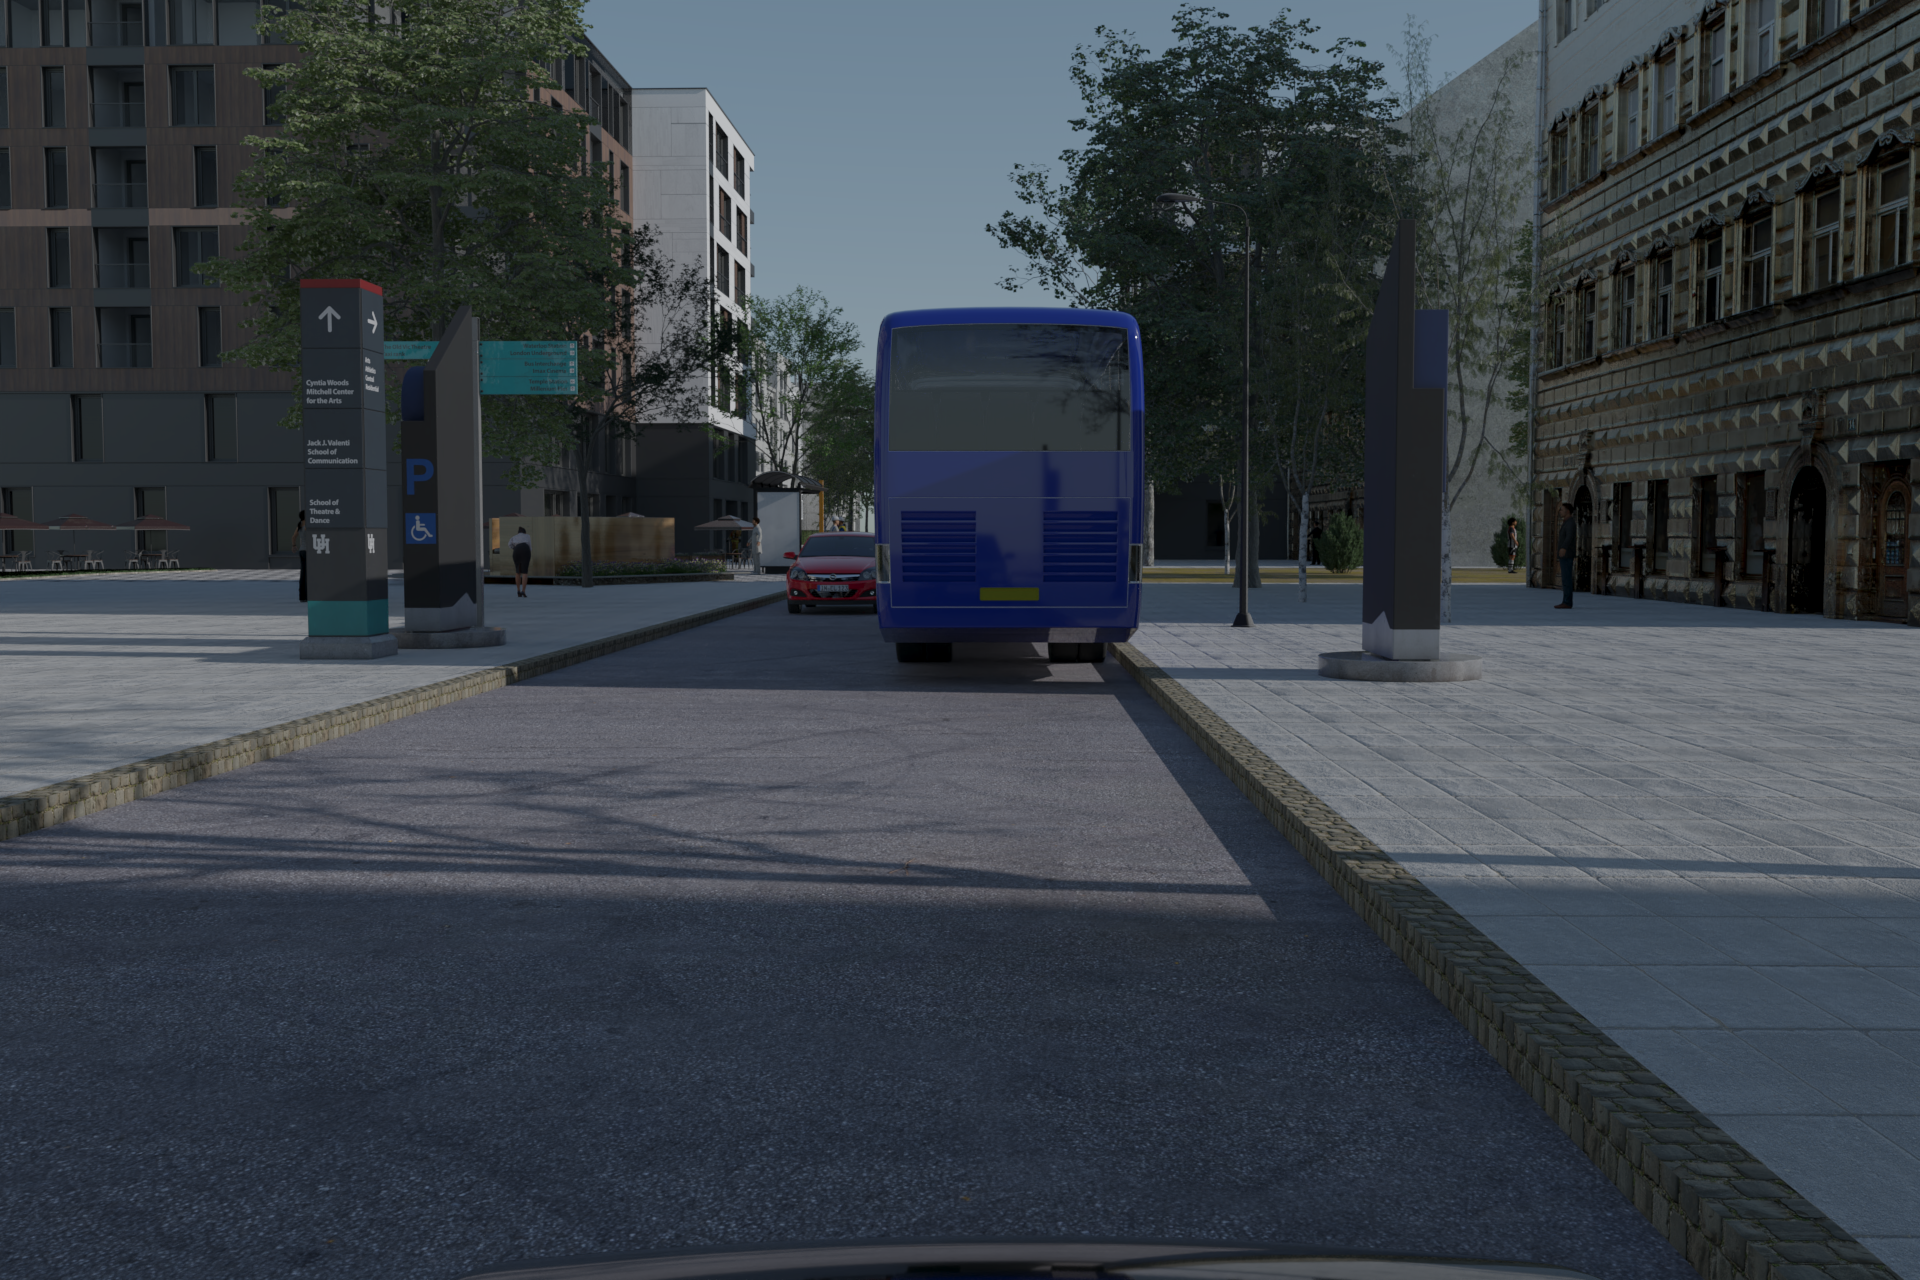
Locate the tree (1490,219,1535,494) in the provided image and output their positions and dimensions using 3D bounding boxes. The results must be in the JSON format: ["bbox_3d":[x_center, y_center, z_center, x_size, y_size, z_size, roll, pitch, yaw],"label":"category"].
[{"bbox_3d":[19.092,-8.115,50.804,7.486,12.596,7.792,0,3,0],"label":"tree"}]

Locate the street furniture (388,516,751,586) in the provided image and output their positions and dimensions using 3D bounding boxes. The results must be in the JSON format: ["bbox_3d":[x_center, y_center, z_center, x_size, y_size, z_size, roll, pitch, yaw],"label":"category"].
[{"bbox_3d":[-9.387,-2.448,46.886,9.812,1.723,11.010,2,4,30],"label":"street furniture"}]

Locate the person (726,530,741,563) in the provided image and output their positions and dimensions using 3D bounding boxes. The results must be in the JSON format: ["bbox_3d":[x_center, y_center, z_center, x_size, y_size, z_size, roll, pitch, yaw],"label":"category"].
[{"bbox_3d":[-10.160,-4.423,78.085,0.705,1.858,1.354,-2,4,-34],"label":"person"}]

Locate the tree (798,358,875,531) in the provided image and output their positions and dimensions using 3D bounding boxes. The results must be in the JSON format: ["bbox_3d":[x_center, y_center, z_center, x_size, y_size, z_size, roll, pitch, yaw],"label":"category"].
[{"bbox_3d":[-6.896,-11.863,112.082,7.486,12.596,7.792,0,3,0],"label":"tree"}]

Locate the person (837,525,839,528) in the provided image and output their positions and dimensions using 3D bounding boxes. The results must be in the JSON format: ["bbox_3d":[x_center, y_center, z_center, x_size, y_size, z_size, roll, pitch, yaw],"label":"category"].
[{"bbox_3d":[-4.092,-3.129,57.384,0.704,1.802,1.346,0,4,-4],"label":"person"}]

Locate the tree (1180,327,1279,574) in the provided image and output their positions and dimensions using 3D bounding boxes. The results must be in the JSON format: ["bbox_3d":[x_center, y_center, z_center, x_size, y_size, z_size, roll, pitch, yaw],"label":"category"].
[{"bbox_3d":[8.661,-6.450,55.826,4.360,8.622,3.978,0,3,0],"label":"tree"}]

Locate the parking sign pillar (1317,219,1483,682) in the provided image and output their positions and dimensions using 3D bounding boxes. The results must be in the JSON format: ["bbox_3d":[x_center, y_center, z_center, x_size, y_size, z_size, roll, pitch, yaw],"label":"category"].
[{"bbox_3d":[3.975,-1.657,15.563,1.447,3.967,1.447,0,4,1],"label":"parking sign pillar"}]

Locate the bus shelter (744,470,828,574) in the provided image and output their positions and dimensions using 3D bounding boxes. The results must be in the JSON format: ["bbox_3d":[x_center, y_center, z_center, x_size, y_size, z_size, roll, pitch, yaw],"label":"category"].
[{"bbox_3d":[-5.738,-3.916,57.956,2.014,3.302,5.546,0,4,3],"label":"bus shelter"}]

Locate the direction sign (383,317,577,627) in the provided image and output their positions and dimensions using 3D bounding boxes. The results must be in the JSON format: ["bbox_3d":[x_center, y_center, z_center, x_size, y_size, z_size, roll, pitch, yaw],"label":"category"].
[{"bbox_3d":[-5.971,-2.033,21.998,2.525,3.948,1.411,0,4,1],"label":"direction sign"}]

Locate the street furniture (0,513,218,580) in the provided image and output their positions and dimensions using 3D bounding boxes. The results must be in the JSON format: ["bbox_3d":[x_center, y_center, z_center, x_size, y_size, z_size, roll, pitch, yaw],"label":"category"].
[{"bbox_3d":[-31.026,-2.563,46.928,14.083,1.986,27.439,2,4,34],"label":"street furniture"}]

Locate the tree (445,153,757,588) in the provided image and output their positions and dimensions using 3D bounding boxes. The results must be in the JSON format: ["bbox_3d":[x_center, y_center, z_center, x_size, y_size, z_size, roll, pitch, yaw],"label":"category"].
[{"bbox_3d":[-8.903,-6.557,41.620,8.767,10.594,7.601,0,4,3],"label":"tree"}]

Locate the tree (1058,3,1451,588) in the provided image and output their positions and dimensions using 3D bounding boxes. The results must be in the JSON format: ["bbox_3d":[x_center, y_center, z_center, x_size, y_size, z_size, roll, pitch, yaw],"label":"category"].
[{"bbox_3d":[6.790,-8.218,41.026,9.857,13.997,8.962,0,3,0],"label":"tree"}]

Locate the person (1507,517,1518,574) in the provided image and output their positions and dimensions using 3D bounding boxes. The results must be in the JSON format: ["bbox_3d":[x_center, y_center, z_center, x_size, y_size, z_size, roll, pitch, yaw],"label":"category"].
[{"bbox_3d":[17.996,-3.071,56.360,0.704,1.843,1.345,1,4,14],"label":"person"}]

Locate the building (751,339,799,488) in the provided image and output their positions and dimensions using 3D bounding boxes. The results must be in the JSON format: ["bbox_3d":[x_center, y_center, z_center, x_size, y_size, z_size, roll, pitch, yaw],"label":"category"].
[{"bbox_3d":[-26.052,-18.475,168.519,16.747,18.905,31.486,0,4,2],"label":"building"}]

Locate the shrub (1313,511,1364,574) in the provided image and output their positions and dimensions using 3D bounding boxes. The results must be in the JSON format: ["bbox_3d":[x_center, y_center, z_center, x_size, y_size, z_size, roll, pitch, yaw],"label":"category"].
[{"bbox_3d":[12.402,-3.201,56.380,1.661,2.075,1.752,0,3,0],"label":"shrub"}]

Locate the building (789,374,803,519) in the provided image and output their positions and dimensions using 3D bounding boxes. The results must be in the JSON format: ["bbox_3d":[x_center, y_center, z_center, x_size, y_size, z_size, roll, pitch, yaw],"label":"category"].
[{"bbox_3d":[-23.551,-20.269,187.811,16.016,20.090,11.380,0,4,2],"label":"building"}]

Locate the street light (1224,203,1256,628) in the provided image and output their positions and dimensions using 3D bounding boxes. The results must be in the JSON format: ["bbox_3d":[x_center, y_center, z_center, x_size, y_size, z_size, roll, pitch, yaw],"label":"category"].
[{"bbox_3d":[4.458,-3.132,23.746,1.470,5.913,1.316,0,4,1],"label":"street light"}]

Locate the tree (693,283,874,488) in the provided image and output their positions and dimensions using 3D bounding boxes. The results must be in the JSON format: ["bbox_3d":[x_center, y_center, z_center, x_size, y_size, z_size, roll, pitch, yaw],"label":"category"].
[{"bbox_3d":[-7.372,-9.024,73.293,9.928,11.665,9.643,0,3,0],"label":"tree"}]

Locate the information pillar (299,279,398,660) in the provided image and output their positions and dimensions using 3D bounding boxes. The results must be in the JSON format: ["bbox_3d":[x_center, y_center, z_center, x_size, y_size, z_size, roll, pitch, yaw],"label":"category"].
[{"bbox_3d":[-6.369,-1.748,17.958,0.750,3.857,0.750,0,4,2],"label":"information pillar"}]

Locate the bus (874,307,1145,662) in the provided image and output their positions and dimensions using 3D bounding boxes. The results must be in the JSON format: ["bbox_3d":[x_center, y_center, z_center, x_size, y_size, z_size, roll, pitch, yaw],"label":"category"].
[{"bbox_3d":[0.460,-1.872,22.155,2.896,3.916,12.251,0,3,0],"label":"bus"}]

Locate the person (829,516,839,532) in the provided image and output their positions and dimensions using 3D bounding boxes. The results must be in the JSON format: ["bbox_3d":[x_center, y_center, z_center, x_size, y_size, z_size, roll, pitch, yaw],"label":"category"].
[{"bbox_3d":[-3.841,-2.927,53.705,0.705,1.847,1.347,-2,4,-27],"label":"person"}]

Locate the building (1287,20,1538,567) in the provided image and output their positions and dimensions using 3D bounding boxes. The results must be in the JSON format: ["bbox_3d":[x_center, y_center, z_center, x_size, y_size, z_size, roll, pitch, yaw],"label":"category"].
[{"bbox_3d":[25.431,-15.006,76.281,19.493,23.208,18.063,0,4,1],"label":"building"}]

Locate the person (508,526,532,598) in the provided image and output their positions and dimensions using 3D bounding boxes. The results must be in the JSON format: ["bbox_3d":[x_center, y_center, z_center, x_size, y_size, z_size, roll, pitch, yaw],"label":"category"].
[{"bbox_3d":[-8.888,-1.589,35.210,0.628,1.438,0.799,-3,5,-42],"label":"person"}]

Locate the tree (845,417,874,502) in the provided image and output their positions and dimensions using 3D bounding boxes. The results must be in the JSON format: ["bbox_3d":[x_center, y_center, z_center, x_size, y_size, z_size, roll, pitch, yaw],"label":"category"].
[{"bbox_3d":[-6.102,-14.229,143.015,12.009,13.543,11.850,0,3,0],"label":"tree"}]

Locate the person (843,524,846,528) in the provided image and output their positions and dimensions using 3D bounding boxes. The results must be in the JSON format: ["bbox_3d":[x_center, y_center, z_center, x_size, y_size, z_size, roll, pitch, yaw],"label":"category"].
[{"bbox_3d":[-5.021,-4.222,75.754,0.721,1.740,1.216,-3,4,-38],"label":"person"}]

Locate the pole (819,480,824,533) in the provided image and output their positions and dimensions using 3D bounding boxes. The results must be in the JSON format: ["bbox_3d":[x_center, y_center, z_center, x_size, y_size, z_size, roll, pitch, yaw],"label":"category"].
[{"bbox_3d":[-5.254,-4.390,65.614,0.158,3.312,0.155,0,3,0],"label":"pole"}]

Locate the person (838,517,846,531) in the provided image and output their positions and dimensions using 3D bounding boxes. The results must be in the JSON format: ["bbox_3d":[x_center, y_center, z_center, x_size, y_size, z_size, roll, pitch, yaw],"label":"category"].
[{"bbox_3d":[-3.824,-3.013,55.230,0.705,1.833,1.349,0,4,3],"label":"person"}]

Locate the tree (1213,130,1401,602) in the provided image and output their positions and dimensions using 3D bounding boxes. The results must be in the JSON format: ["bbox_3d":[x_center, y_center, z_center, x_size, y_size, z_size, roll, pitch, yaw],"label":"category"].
[{"bbox_3d":[6.348,-4.999,32.103,4.360,8.622,3.978,0,3,0],"label":"tree"}]

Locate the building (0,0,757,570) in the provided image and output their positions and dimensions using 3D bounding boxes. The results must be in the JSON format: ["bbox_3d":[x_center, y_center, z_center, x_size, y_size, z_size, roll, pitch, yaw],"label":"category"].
[{"bbox_3d":[-25.585,-14.314,78.001,27.936,21.610,32.646,0,4,2],"label":"building"}]

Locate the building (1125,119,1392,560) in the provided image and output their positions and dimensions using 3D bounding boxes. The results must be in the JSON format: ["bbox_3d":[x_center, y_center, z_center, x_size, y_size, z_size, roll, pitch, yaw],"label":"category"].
[{"bbox_3d":[23.250,-15.776,101.916,27.936,21.610,32.646,0,4,1],"label":"building"}]

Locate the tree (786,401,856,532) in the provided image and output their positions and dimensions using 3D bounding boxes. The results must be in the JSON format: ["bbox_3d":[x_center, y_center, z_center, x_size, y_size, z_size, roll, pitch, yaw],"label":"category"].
[{"bbox_3d":[-7.322,-8.849,95.050,4.360,8.622,3.978,0,3,0],"label":"tree"}]

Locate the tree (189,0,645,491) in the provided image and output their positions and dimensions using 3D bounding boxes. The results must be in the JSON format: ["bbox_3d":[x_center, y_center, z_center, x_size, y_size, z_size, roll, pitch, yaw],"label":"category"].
[{"bbox_3d":[-9.373,-6.876,30.552,7.486,12.596,7.792,0,3,0],"label":"tree"}]

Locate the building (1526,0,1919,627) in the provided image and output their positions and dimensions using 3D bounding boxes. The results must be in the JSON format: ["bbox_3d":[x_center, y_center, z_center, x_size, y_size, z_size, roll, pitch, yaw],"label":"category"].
[{"bbox_3d":[22.555,-12.261,31.398,19.493,23.208,18.063,0,4,1],"label":"building"}]

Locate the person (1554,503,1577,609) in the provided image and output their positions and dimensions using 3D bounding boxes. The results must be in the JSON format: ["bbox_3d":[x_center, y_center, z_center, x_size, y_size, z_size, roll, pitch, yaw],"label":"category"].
[{"bbox_3d":[10.414,-1.453,29.817,0.705,1.821,1.348,1,4,17],"label":"person"}]

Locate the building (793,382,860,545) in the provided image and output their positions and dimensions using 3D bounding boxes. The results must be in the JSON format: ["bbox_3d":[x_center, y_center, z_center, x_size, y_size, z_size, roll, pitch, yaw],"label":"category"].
[{"bbox_3d":[-22.367,-21.481,217.664,16.747,18.905,31.486,0,4,2],"label":"building"}]

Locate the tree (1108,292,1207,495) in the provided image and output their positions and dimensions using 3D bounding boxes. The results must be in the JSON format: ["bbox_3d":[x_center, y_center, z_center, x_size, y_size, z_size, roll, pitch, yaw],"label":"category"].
[{"bbox_3d":[7.788,-9.954,80.880,7.486,12.596,7.792,0,3,0],"label":"tree"}]

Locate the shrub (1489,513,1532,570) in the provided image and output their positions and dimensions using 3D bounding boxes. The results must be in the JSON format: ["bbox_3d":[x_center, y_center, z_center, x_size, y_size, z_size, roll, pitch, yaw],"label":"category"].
[{"bbox_3d":[19.582,-3.503,61.315,1.661,2.075,1.752,0,3,0],"label":"shrub"}]

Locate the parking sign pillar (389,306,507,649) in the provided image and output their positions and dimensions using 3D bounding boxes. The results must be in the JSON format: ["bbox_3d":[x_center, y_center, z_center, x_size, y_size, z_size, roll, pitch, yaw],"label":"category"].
[{"bbox_3d":[-5.983,-1.922,19.894,1.447,3.967,1.447,0,4,2],"label":"parking sign pillar"}]

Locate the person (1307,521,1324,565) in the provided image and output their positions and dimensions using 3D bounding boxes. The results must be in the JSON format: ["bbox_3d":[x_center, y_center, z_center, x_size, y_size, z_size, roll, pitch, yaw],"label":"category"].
[{"bbox_3d":[14.735,-4.022,71.701,1.347,1.837,0.705,-1,4,-23],"label":"person"}]

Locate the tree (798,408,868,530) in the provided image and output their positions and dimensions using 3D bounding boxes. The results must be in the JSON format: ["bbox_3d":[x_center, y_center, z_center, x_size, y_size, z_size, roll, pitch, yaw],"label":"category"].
[{"bbox_3d":[-6.958,-9.214,101.016,4.360,8.622,3.978,0,3,0],"label":"tree"}]

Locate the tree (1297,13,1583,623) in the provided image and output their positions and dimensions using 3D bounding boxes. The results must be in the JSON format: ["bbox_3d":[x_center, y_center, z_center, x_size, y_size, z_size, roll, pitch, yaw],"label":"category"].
[{"bbox_3d":[7.171,-4.572,25.107,4.360,8.622,3.978,0,3,0],"label":"tree"}]

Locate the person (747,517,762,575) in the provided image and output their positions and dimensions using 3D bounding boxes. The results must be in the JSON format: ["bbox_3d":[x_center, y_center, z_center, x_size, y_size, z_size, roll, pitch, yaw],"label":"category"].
[{"bbox_3d":[-6.408,-2.939,54.239,0.705,1.806,1.347,-1,4,-21],"label":"person"}]

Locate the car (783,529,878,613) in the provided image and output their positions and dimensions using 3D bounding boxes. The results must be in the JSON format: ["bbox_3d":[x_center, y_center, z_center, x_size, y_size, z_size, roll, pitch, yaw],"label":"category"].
[{"bbox_3d":[-2.195,-1.440,32.593,2.155,1.783,4.494,0,4,1],"label":"car"}]

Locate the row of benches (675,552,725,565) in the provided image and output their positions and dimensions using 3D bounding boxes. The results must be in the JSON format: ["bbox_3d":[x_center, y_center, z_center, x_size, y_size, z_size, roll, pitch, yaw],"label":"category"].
[{"bbox_3d":[-9.766,-2.692,59.476,4.104,0.672,1.422,-3,5,-44],"label":"row of benches"}]

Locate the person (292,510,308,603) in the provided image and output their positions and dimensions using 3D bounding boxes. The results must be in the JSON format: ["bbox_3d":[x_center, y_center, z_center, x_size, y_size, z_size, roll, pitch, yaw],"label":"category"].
[{"bbox_3d":[-12.216,-1.576,32.578,1.217,1.737,0.721,3,4,38],"label":"person"}]

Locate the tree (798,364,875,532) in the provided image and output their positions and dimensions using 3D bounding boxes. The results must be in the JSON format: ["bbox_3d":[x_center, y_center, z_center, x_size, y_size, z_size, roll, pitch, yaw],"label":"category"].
[{"bbox_3d":[-6.800,-13.147,125.330,12.009,13.543,11.850,0,3,0],"label":"tree"}]

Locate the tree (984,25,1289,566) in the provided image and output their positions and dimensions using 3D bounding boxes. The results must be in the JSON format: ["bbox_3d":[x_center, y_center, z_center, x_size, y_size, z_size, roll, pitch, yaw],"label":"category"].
[{"bbox_3d":[6.094,-12.939,67.446,12.611,20.169,13.585,0,3,0],"label":"tree"}]
